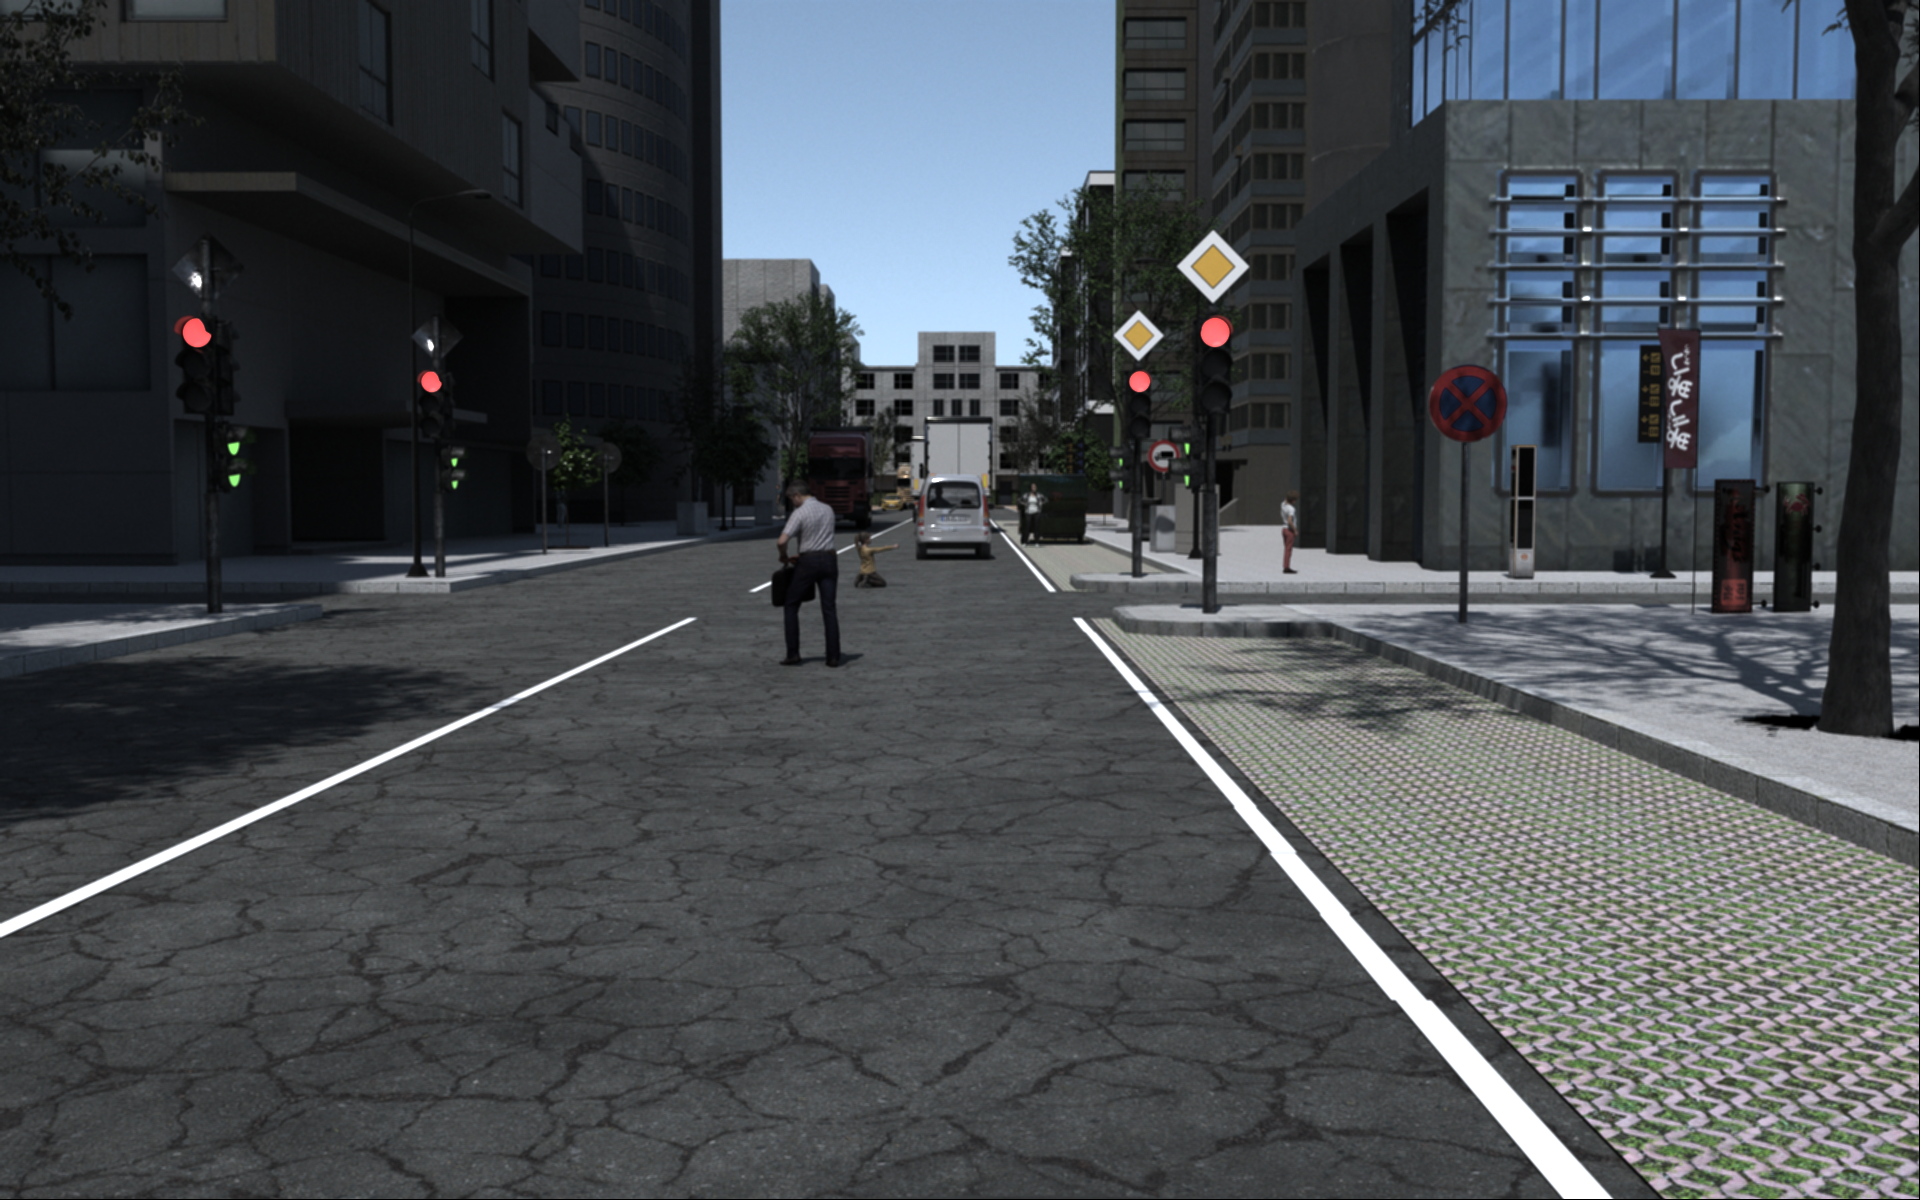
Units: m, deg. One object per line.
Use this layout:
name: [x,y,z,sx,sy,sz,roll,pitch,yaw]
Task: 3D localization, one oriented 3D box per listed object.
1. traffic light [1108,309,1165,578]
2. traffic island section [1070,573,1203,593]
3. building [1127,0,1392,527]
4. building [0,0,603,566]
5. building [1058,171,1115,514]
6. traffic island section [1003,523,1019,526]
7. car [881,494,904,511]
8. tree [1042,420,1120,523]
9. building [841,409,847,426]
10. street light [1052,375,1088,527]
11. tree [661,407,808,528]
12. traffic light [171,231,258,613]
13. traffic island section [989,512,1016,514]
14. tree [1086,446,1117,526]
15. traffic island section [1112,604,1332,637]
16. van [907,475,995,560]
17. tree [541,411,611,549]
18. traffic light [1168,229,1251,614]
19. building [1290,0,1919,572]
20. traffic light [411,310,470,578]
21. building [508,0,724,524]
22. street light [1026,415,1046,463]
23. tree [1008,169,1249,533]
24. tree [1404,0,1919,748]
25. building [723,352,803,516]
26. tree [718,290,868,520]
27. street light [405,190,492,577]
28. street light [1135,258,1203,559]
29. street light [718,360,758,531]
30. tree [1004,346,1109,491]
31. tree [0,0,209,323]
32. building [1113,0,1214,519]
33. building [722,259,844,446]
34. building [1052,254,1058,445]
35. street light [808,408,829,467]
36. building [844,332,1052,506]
traffic light: [2.699,-2.299,26.507,0.839,4.253,0.868,0,4,0]
traffic island section: [2.739,-0.265,26.621,2.009,0.180,2.903,0,4,0]
building: [24.074,-23.425,74.877,32.217,40.220,23.993,0,4,0]
building: [-25.045,-27.664,41.546,28.713,52.752,27.495,0,4,0]
building: [22.167,-17.251,126.021,27.936,21.610,32.646,0,4,0]
traffic island section: [2.963,-3.399,78.443,1.991,0.108,1.994,0,4,0]
car: [-5.716,-8.370,147.074,2.015,1.641,3.980,0,3,0]
tree: [5.339,-5.703,76.953,4.285,4.588,4.351,0,3,0]
building: [-25.452,-14.013,171.259,28.070,9.664,9.099,0,4,0]
street light: [4.292,-5.824,67.761,1.470,5.913,1.316,0,4,0]
tree: [-8.547,-5.002,65.497,4.285,4.588,4.351,0,3,0]
traffic light: [-8.016,-1.812,18.552,0.839,4.253,0.868,0,4,0]
traffic island section: [3.175,-6.457,128.441,1.991,0.108,1.994,0,4,0]
tree: [5.928,-4.629,70.278,1.663,3.219,1.824,0,3,0]
traffic island section: [2.705,0.223,18.636,2.009,0.180,2.903,0,4,0]
van: [-0.186,-1.972,39.261,2.013,2.044,4.112,0,4,-2]
tree: [-9.183,-2.801,40.398,1.663,3.219,1.824,0,3,0]
traffic light: [2.665,-1.810,18.522,0.839,4.253,0.868,0,4,0]
building: [23.475,-44.310,37.144,31.000,86.520,22.319,0,4,0]
traffic light: [-7.982,-2.301,26.537,0.839,4.253,0.868,0,4,0]
building: [-24.264,-33.221,85.163,21.231,58.520,28.212,0,4,0]
street light: [4.459,-7.878,101.349,1.470,5.913,1.316,0,4,0]
tree: [5.657,-8.028,57.014,9.928,11.665,9.643,0,3,0]
tree: [4.910,-6.020,8.803,12.009,13.543,11.850,0,3,0]
building: [-15.097,-10.650,116.269,9.099,9.664,28.070,0,4,0]
tree: [-8.400,-9.878,87.257,9.928,11.665,9.643,0,3,0]
street light: [-7.856,-3.308,26.634,1.470,5.913,1.316,0,4,0]
street light: [4.139,-3.770,34.173,1.470,5.913,1.316,0,4,0]
street light: [-7.702,-5.363,60.222,1.470,5.913,1.316,0,4,0]
tree: [5.036,-8.158,83.745,4.360,8.622,3.978,0,3,0]
tree: [-9.075,-3.957,15.061,4.360,8.622,3.978,0,3,0]
building: [15.306,-25.101,94.000,14.154,41.232,14.086,0,4,0]
building: [-19.539,-17.113,146.258,16.747,18.905,31.486,0,4,0]
building: [22.250,-19.243,158.605,27.936,21.610,32.646,0,4,0]
street light: [-7.679,-7.417,93.811,1.470,5.913,1.316,0,4,0]
building: [-4.533,-20.230,197.211,31.486,18.905,16.747,0,4,0]
